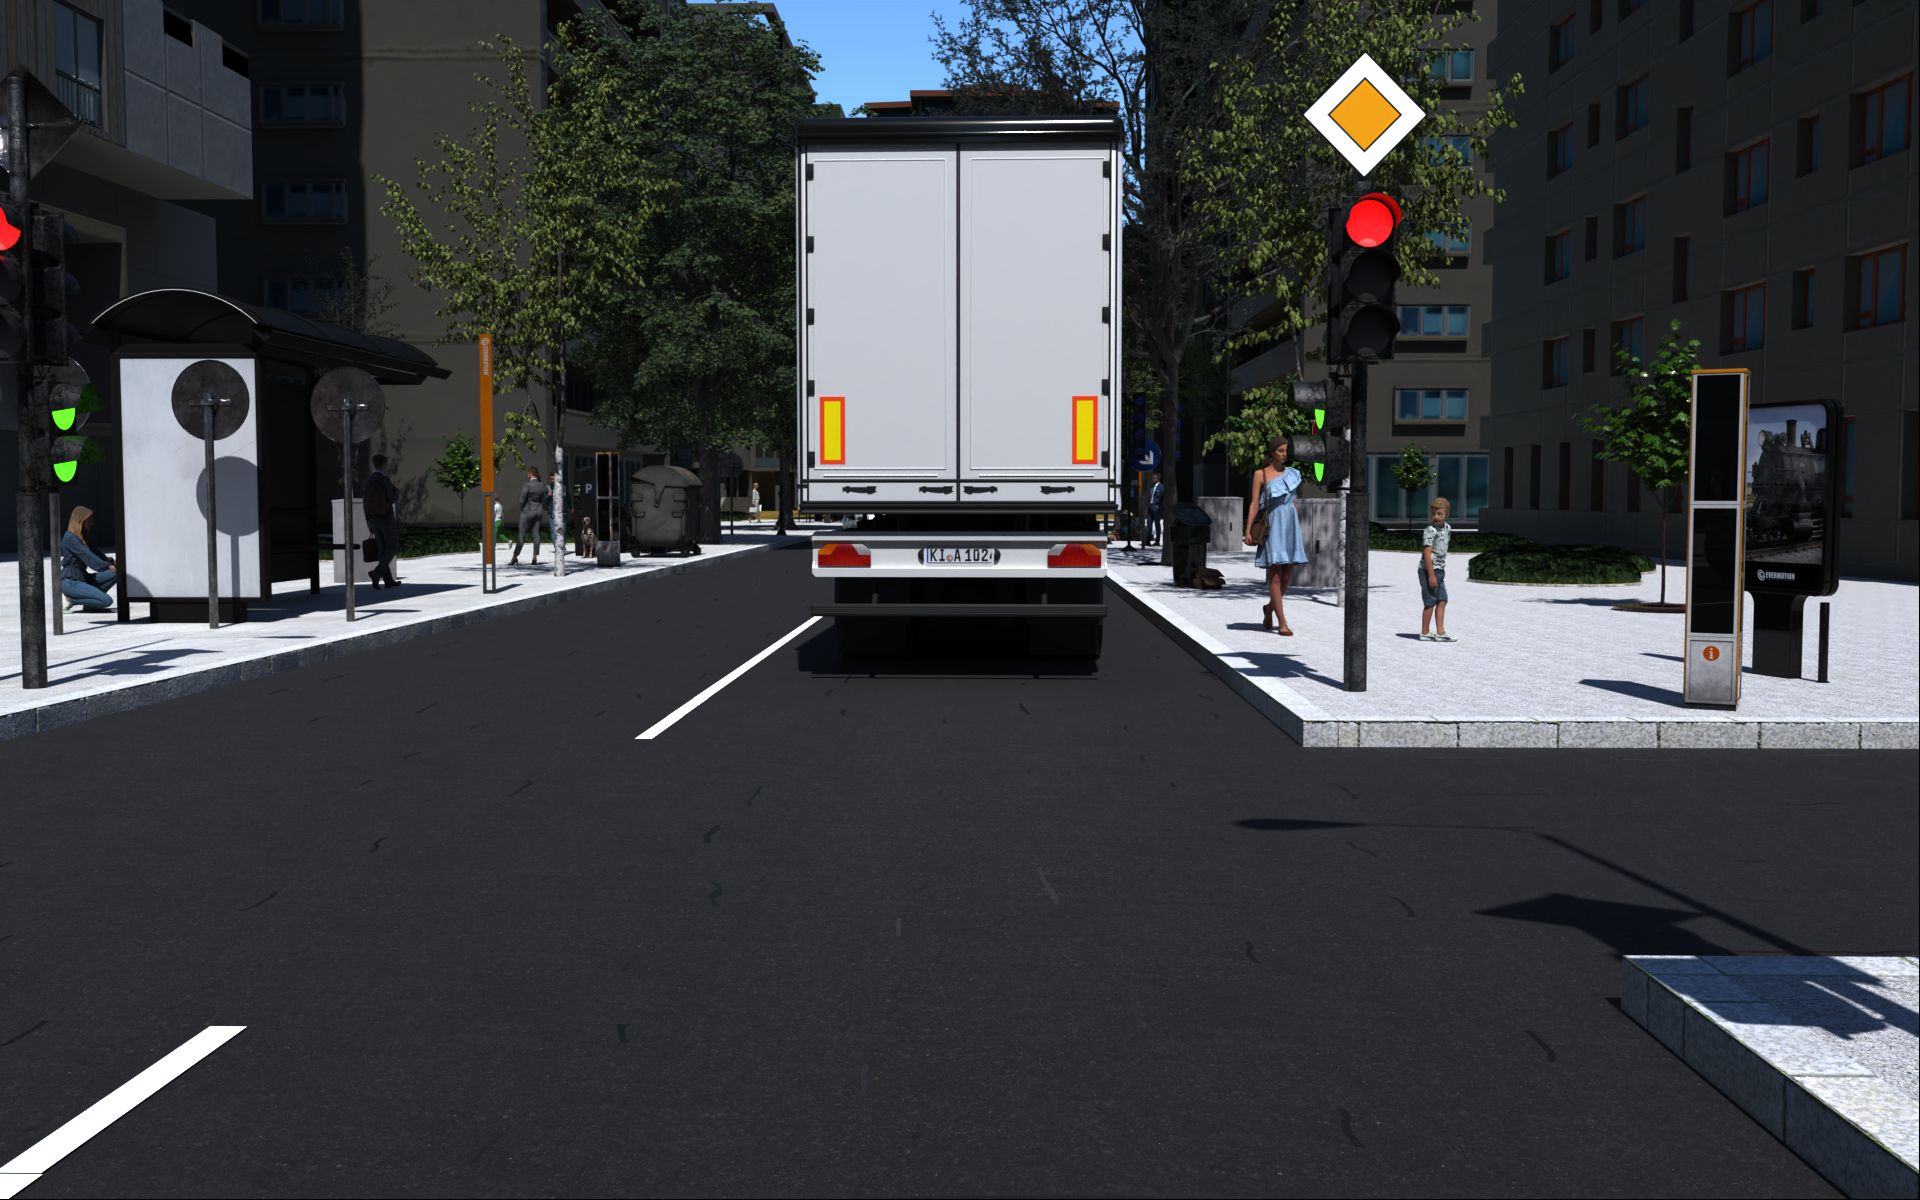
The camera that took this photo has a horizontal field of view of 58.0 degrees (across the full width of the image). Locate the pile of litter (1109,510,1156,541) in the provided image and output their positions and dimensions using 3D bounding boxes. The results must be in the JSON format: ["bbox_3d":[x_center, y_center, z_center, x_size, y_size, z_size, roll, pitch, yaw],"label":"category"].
[{"bbox_3d":[4.596,-2.054,47.551,1.719,0.858,1.176,2,4,30],"label":"pile of litter"}]

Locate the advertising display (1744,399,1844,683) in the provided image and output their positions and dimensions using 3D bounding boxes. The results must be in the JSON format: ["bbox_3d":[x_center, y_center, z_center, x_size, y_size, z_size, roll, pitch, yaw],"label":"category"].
[{"bbox_3d":[5.752,-0.424,12.144,0.123,1.923,0.974,-1,4,-16],"label":"advertising display"}]

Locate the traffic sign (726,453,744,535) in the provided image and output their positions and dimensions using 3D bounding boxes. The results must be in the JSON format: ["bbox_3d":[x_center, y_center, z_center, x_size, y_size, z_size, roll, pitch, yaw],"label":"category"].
[{"bbox_3d":[-7.111,-3.291,53.907,0.768,2.556,0.104,1,4,11],"label":"traffic sign"}]

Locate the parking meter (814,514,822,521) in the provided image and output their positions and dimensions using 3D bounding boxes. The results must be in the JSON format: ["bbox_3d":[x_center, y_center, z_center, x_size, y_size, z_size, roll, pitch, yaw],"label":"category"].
[{"bbox_3d":[-6.741,-4.523,82.358,0.372,1.533,0.369,0,3,0],"label":"parking meter"}]

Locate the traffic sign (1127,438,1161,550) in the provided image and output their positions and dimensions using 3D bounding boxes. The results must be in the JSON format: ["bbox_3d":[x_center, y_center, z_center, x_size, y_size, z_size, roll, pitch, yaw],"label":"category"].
[{"bbox_3d":[4.196,-2.415,39.587,0.768,2.556,0.104,0,4,3],"label":"traffic sign"}]

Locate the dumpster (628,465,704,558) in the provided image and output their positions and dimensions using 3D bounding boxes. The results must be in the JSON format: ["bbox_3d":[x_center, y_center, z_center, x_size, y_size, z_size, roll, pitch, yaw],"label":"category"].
[{"bbox_3d":[-6.015,-1.814,35.422,1.264,1.857,1.865,0,4,1],"label":"dumpster"}]

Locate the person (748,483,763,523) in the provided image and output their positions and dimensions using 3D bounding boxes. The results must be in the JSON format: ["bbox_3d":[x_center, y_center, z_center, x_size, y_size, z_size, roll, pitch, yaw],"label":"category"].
[{"bbox_3d":[-9.053,-4.288,76.507,0.624,1.780,0.694,1,4,13],"label":"person"}]

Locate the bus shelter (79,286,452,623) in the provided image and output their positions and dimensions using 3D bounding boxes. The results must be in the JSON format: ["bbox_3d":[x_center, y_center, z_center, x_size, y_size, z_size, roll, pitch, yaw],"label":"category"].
[{"bbox_3d":[-7.610,-1.575,19.671,2.014,3.302,5.546,0,4,1],"label":"bus shelter"}]

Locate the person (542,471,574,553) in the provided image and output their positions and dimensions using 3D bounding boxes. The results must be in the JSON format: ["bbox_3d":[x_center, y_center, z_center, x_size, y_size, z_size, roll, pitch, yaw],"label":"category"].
[{"bbox_3d":[-8.752,-1.908,37.585,0.623,1.781,0.721,-2,4,-31],"label":"person"}]

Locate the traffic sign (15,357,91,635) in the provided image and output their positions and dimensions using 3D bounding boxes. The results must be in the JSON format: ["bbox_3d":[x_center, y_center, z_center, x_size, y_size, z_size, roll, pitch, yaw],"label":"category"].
[{"bbox_3d":[-8.200,-0.952,15.674,0.768,2.556,0.104,1,4,9],"label":"traffic sign"}]

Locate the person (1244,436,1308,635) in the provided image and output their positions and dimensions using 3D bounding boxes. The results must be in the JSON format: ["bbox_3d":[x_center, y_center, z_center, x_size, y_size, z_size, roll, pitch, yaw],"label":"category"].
[{"bbox_3d":[2.879,-0.600,15.942,0.616,1.811,0.778,-1,4,-10],"label":"person"}]

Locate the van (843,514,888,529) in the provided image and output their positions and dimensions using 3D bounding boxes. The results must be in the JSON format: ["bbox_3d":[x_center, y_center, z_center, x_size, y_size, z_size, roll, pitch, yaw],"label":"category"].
[{"bbox_3d":[-2.672,-2.825,53.202,2.013,2.044,4.112,0,3,0],"label":"van"}]

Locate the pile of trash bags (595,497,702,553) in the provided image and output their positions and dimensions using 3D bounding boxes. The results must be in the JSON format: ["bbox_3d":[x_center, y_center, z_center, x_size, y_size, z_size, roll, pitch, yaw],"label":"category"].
[{"bbox_3d":[-6.783,-1.783,38.909,1.912,1.369,3.447,1,4,20],"label":"pile of trash bags"}]

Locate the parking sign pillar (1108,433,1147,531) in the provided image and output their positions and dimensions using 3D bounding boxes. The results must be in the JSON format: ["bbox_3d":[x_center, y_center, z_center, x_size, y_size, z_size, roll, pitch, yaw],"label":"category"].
[{"bbox_3d":[5.806,-4.387,60.198,1.447,3.967,1.447,2,4,26],"label":"parking sign pillar"}]

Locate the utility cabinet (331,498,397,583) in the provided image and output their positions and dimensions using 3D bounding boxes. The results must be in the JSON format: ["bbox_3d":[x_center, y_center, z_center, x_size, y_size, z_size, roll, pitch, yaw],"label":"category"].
[{"bbox_3d":[-8.729,-0.871,25.395,0.306,1.237,1.020,2,4,23],"label":"utility cabinet"}]

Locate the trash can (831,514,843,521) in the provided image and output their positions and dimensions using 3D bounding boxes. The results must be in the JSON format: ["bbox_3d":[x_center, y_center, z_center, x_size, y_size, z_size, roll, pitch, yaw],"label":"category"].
[{"bbox_3d":[-5.915,-4.389,83.410,0.748,1.137,0.748,0,3,0],"label":"trash can"}]

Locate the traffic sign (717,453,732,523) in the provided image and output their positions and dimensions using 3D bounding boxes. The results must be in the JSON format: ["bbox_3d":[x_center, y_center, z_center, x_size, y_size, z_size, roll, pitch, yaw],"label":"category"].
[{"bbox_3d":[-7.413,-3.254,53.316,0.768,2.556,0.104,0,4,6],"label":"traffic sign"}]

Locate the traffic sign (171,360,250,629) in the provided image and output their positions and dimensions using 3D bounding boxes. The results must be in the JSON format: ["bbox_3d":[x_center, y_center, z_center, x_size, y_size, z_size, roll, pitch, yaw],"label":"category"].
[{"bbox_3d":[-7.113,-0.999,16.438,0.768,2.556,0.104,0,4,5],"label":"traffic sign"}]

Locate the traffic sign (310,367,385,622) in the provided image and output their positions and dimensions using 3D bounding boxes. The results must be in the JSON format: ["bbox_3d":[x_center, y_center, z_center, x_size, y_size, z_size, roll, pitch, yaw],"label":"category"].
[{"bbox_3d":[-6.135,-1.055,17.358,0.768,2.556,0.104,0,4,4],"label":"traffic sign"}]

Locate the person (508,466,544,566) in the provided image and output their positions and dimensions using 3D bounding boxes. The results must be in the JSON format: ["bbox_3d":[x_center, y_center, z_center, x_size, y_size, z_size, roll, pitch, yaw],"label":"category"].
[{"bbox_3d":[-7.800,-1.519,31.150,0.573,1.790,0.520,1,4,18],"label":"person"}]

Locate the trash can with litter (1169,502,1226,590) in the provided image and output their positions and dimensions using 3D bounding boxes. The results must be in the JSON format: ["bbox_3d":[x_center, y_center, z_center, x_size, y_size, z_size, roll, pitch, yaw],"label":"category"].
[{"bbox_3d":[3.302,-0.752,23.679,0.624,1.170,1.055,-1,4,-22],"label":"trash can with litter"}]

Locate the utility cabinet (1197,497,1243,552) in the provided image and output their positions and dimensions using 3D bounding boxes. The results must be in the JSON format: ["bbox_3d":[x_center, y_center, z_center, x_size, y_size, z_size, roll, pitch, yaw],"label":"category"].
[{"bbox_3d":[5.842,-1.693,38.848,1.020,1.237,0.306,-1,4,-23],"label":"utility cabinet"}]

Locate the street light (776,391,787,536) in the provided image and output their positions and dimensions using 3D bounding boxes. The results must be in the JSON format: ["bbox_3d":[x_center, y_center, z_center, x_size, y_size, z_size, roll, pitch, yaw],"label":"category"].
[{"bbox_3d":[-4.992,-4.951,53.482,1.470,5.913,1.316,0,4,1],"label":"street light"}]

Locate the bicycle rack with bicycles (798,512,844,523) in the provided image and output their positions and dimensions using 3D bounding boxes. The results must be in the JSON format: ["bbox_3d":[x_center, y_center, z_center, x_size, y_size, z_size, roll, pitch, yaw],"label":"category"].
[{"bbox_3d":[-6.196,-4.008,78.905,2.852,0.926,2.925,-1,4,-15],"label":"bicycle rack with bicycles"}]

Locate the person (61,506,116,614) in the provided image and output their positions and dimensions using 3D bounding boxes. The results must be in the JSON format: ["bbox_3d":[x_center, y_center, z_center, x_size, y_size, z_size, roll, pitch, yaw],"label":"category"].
[{"bbox_3d":[-9.366,-0.443,18.784,0.738,1.151,1.012,-1,4,-11],"label":"person"}]

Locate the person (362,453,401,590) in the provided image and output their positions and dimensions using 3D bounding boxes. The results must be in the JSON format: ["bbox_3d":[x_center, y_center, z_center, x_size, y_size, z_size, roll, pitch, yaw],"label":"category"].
[{"bbox_3d":[-7.833,-1.063,23.392,0.622,1.834,0.822,1,4,20],"label":"person"}]

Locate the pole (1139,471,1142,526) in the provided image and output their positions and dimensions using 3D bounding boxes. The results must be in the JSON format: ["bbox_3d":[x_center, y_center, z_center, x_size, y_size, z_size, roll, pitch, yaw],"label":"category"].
[{"bbox_3d":[6.394,-4.142,61.570,0.158,3.312,0.155,0,3,0],"label":"pole"}]

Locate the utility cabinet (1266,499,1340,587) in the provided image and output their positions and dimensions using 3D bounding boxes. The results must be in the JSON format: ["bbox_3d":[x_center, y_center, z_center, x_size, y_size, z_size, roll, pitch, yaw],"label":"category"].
[{"bbox_3d":[4.787,-0.792,24.113,1.020,1.237,0.306,1,4,12],"label":"utility cabinet"}]

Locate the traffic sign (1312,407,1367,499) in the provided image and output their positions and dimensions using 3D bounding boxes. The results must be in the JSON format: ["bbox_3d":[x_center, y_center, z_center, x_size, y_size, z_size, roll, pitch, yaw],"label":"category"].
[{"bbox_3d":[5.375,-1.497,24.578,0.768,2.556,0.104,1,4,11],"label":"traffic sign"}]

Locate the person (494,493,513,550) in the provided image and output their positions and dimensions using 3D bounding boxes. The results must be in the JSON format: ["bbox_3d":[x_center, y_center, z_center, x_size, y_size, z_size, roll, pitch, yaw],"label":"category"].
[{"bbox_3d":[-10.601,-1.807,39.834,0.590,1.304,0.306,-1,4,-13],"label":"person"}]

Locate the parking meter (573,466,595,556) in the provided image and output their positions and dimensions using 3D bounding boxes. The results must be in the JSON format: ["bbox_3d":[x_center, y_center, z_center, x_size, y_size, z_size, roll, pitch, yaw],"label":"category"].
[{"bbox_3d":[-7.784,-1.846,35.899,0.255,1.863,0.399,3,5,39],"label":"parking meter"}]

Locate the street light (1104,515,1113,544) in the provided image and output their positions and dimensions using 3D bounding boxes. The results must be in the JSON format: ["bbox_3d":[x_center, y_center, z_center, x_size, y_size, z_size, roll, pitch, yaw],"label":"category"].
[{"bbox_3d":[3.187,-4.376,44.094,1.470,5.913,1.316,0,4,1],"label":"street light"}]

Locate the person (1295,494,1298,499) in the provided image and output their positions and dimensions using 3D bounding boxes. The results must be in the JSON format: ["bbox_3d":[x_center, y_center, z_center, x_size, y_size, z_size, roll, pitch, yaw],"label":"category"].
[{"bbox_3d":[11.022,-2.845,56.839,0.425,1.301,0.394,3,5,40],"label":"person"}]

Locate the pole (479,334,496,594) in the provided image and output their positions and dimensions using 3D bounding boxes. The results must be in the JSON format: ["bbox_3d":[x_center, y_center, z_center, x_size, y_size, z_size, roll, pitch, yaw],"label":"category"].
[{"bbox_3d":[-6.070,-1.737,22.246,0.158,3.312,0.155,0,3,0],"label":"pole"}]
